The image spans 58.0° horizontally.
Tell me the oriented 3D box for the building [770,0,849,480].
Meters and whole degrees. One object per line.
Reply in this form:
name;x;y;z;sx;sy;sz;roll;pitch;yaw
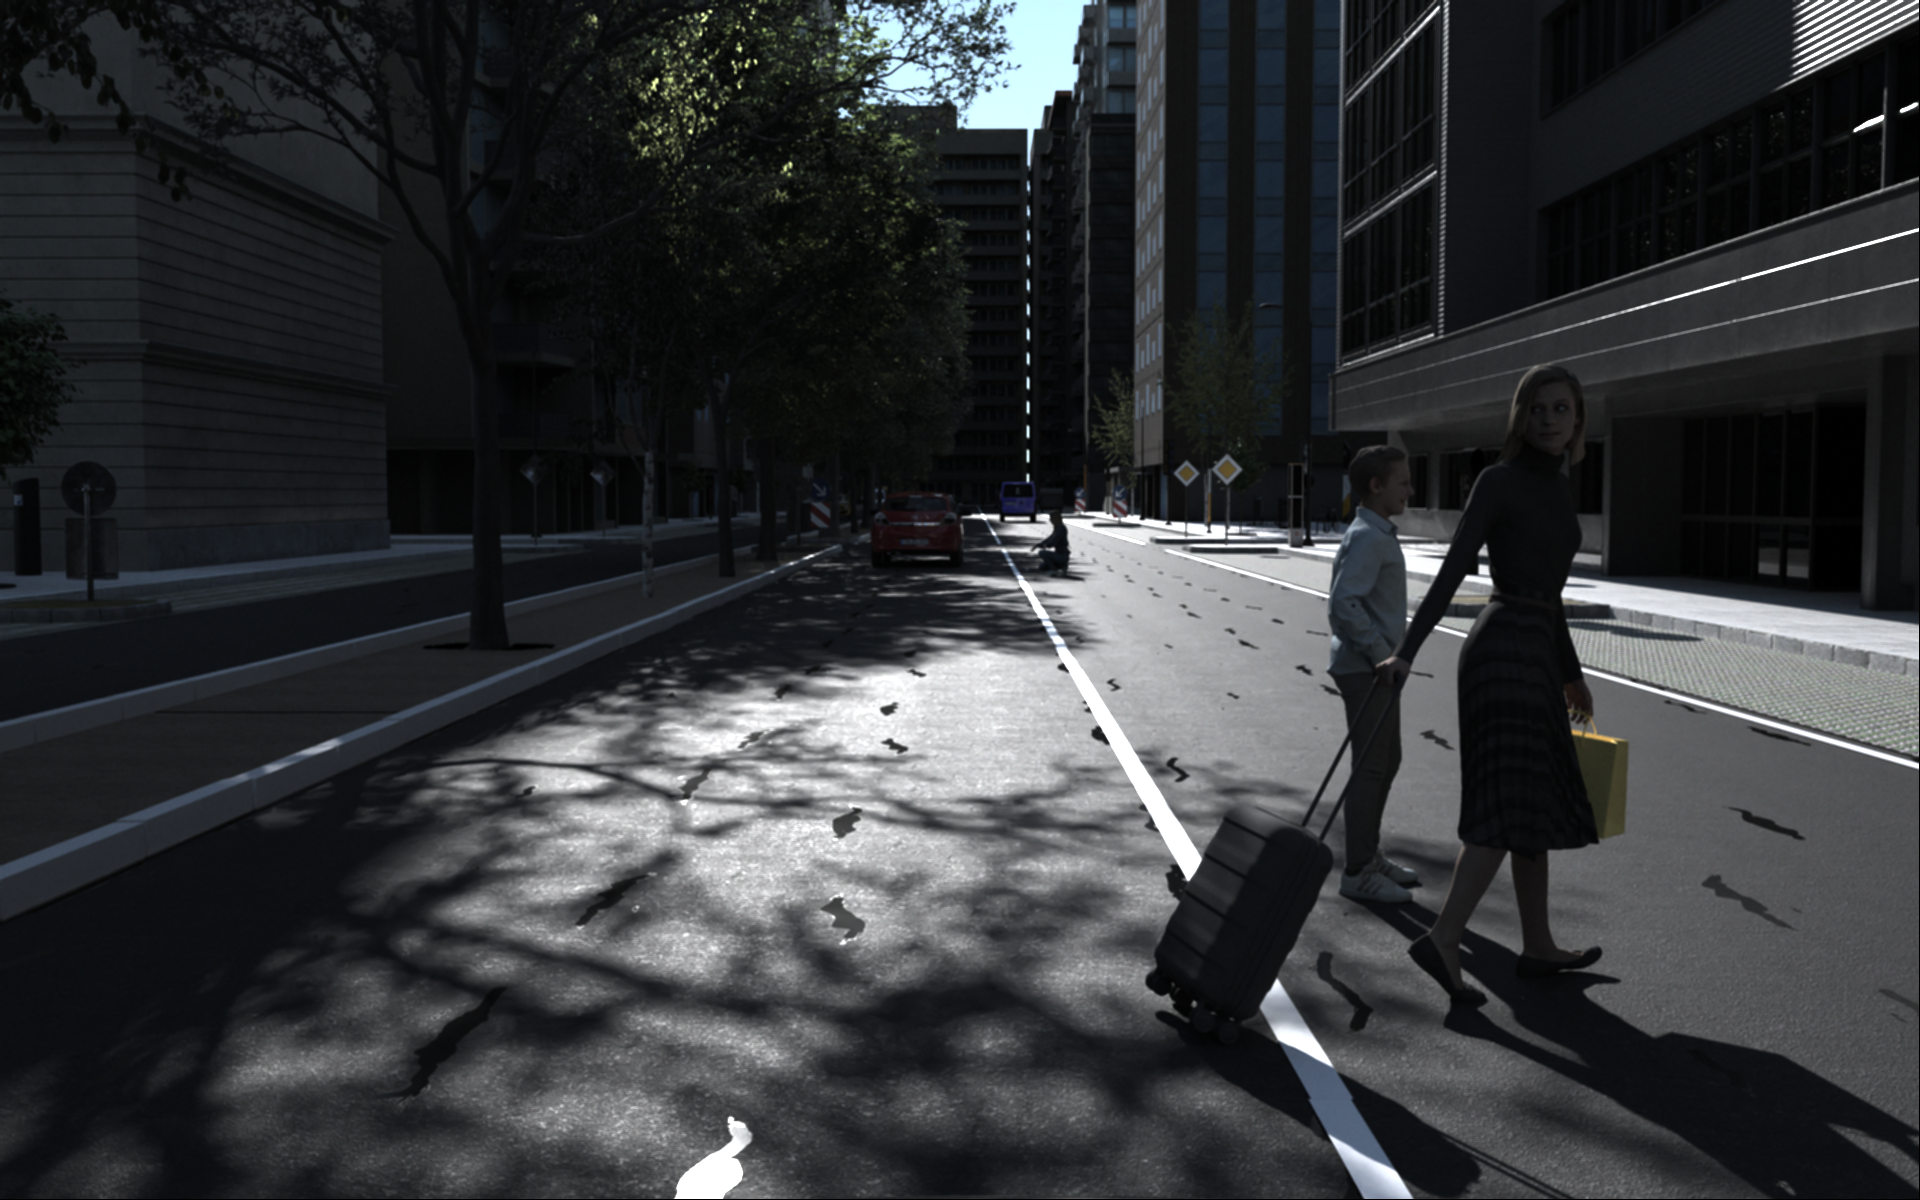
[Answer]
building;-25.784;-35.388;167.829;28.713;52.752;27.495;0;4;0

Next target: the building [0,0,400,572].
building;-30.284;-13.189;34.728;34.723;24.649;14.460;0;4;0

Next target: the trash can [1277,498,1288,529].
trash can;11.989;-3.176;63.586;0.748;1.137;0.748;0;3;0

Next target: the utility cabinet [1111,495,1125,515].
utility cabinet;9.450;-5.800;103.509;0.318;1.500;1.173;-1;4;-23

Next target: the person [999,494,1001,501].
person;2.801;-6.285;112.104;0.563;1.720;0.643;-1;4;-18

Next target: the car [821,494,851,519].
car;-7.213;-5.619;102.094;2.015;1.641;3.980;0;4;-1

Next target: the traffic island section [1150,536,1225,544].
traffic island section;6.653;-1.746;50.824;2.009;0.180;2.903;0;4;0

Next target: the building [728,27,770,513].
building;-20.510;-26.572;118.048;14.154;41.232;14.086;0;4;0

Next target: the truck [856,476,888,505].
truck;-6.725;-9.050;143.889;3.469;3.379;9.791;0;4;0

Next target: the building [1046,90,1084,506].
building;20.622;-32.535;186.577;22.147;44.769;28.867;0;4;0

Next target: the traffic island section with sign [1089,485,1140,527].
traffic island section with sign;6.813;-4.100;75.663;1.989;1.847;2.006;0;4;0

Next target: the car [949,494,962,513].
car;-0.954;-4.363;83.132;2.131;1.459;4.920;0;4;0

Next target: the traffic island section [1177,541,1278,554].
traffic island section;6.606;-1.257;42.839;2.009;0.180;2.903;0;4;0

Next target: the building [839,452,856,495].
building;-18.909;-31.288;195.150;14.086;41.232;14.154;0;4;0

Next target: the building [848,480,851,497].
building;-25.272;-32.579;224.546;23.993;40.220;32.217;0;4;0

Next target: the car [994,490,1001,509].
car;4.477;-9.965;171.597;2.281;1.827;5.304;0;4;1

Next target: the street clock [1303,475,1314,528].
street clock;13.105;-3.715;65.306;0.358;2.002;0.471;-2;4;-33

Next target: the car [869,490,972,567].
car;-0.837;-1.626;35.633;2.155;1.783;4.494;0;4;1

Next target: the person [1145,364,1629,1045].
person;1.268;0.232;4.920;1.509;1.804;0.699;-1;4;-12

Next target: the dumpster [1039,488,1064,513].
dumpster;6.785;-7.368;128.675;1.865;1.857;1.264;0;4;0

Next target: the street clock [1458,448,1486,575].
street clock;8.133;-1.405;27.547;0.471;2.002;0.358;-3;5;-42

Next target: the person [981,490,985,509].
person;2.270;-9.814;169.055;0.705;1.812;1.348;0;4;-3

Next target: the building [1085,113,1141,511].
building;16.622;-22.204;134.741;14.160;30.474;14.107;0;4;0

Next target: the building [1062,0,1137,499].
building;21.673;-32.858;156.834;23.786;49.044;30.456;0;4;0

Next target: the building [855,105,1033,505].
building;-2.310;-36.438;219.460;21.600;48.544;21.300;0;4;0

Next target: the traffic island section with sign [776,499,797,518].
traffic island section with sign;-9.853;-5.756;102.738;1.989;1.847;2.006;0;4;0

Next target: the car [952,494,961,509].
car;-0.973;-9.522;167.486;2.131;1.459;4.920;0;4;1

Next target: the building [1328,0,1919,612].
building;15.831;-12.704;26.775;14.314;24.678;30.058;0;4;0

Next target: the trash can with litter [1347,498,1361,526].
trash can with litter;16.055;-3.583;69.967;0.624;1.170;1.055;-2;4;-29

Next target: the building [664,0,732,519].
building;-20.656;-27.261;95.822;14.600;45.320;14.200;0;4;0

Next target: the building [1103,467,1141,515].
building;26.056;-25.734;112.630;32.217;40.220;23.993;0;4;0

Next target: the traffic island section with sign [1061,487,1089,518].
traffic island section with sign;6.958;-5.749;102.618;1.989;1.847;2.006;0;4;0

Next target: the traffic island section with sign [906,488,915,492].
traffic island section with sign;-3.598;-7.190;125.685;2.006;1.907;1.989;0;4;0

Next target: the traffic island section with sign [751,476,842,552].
traffic island section with sign;-4.084;-2.141;43.140;2.006;1.907;1.989;0;4;0

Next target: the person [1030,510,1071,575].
person;1.594;-1.015;30.600;0.738;1.151;1.012;0;4;4

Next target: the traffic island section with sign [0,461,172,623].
traffic island section with sign;-10.344;-0.698;20.048;1.989;1.847;2.006;0;4;0

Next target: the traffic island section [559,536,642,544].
traffic island section;-10.488;-1.752;50.929;2.009;0.180;2.903;0;4;0

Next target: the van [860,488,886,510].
van;-5.854;-6.889;119.644;2.013;2.044;4.112;0;4;-1

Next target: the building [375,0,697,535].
building;-22.468;-25.183;66.370;22.147;44.769;28.867;0;4;0

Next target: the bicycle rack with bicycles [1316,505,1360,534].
bicycle rack with bicycles;12.871;-2.652;56.745;2.852;0.926;2.925;1;4;20

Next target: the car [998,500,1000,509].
car;4.533;-9.207;162.332;2.131;1.459;4.920;0;4;-2

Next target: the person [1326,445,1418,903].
person;1.474;0.253;6.171;0.330;1.601;0.589;2;4;27

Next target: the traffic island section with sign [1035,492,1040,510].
traffic island section with sign;7.430;-10.486;180.081;1.989;1.847;2.006;0;4;0

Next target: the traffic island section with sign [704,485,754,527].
traffic island section with sign;-10.019;-4.092;75.530;1.989;1.847;2.006;0;4;0

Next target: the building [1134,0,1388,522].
building;16.269;-26.628;85.485;14.600;45.320;14.200;0;4;0

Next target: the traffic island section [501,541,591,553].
traffic island section;-10.535;-1.264;42.944;2.009;0.180;2.903;0;4;0

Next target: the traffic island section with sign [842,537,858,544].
traffic island section with sign;-4.031;-2.594;50.547;2.006;1.907;1.989;0;4;0

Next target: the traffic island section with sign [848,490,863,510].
traffic island section with sign;-9.569;-8.856;153.429;1.989;1.847;2.006;0;4;0

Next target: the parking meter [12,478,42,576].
parking meter;-14.726;-1.158;27.338;0.372;1.533;0.369;0;3;0

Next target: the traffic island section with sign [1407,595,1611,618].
traffic island section with sign;6.488;-0.746;20.832;1.989;1.847;2.006;0;4;0

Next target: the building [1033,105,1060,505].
building;19.425;-36.434;219.399;21.600;48.544;21.300;0;4;0

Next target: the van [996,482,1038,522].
van;3.004;-5.253;90.268;2.240;2.365;5.245;0;4;1

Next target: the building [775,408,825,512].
building;-25.246;-18.079;140.635;27.650;21.520;28.899;0;4;0

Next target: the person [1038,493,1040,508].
person;7.531;-9.378;161.823;0.705;1.826;1.348;-2;4;-35
